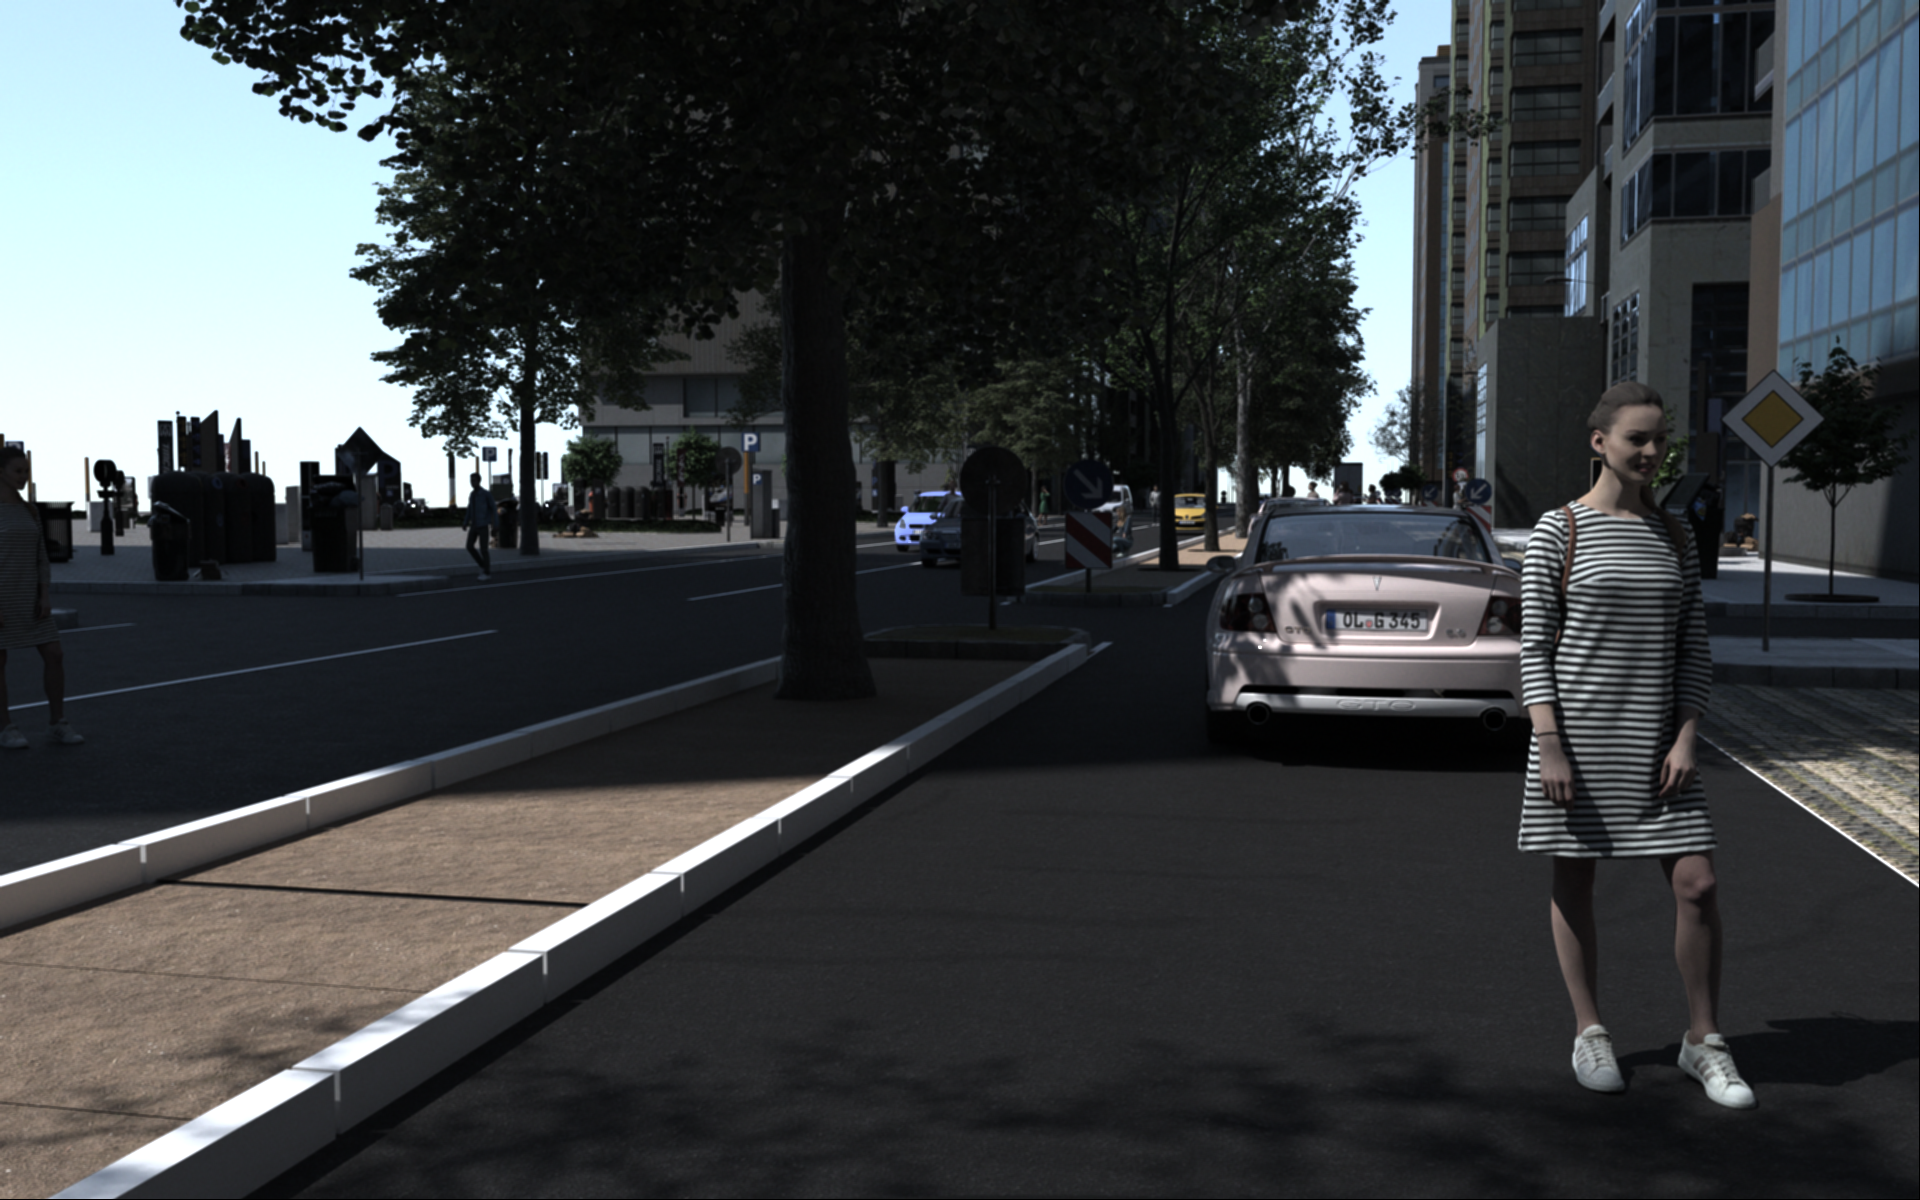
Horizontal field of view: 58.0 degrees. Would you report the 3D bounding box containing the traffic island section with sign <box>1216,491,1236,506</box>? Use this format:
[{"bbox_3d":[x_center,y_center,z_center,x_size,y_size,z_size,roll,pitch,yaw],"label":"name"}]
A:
[{"bbox_3d":[31.038,-11.914,203.427,1.989,1.847,2.006,1,4,13],"label":"traffic island section with sign"}]

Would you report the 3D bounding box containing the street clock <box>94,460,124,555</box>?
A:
[{"bbox_3d":[-18.010,-1.955,36.533,0.471,2.002,0.358,2,4,31],"label":"street clock"}]

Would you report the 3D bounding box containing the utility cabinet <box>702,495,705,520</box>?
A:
[{"bbox_3d":[-12.305,-4.599,86.363,1.020,1.237,0.306,-2,4,-25],"label":"utility cabinet"}]

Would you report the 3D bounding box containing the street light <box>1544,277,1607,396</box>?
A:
[{"bbox_3d":[13.194,-3.949,37.106,1.470,5.913,1.316,1,4,13],"label":"street light"}]

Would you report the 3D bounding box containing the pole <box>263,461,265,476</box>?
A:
[{"bbox_3d":[-42.968,-6.919,106.966,0.158,3.312,0.155,0,3,0],"label":"pole"}]

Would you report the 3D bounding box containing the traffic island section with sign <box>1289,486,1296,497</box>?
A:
[{"bbox_3d":[18.305,-5.398,96.390,2.006,1.907,1.989,1,4,13],"label":"traffic island section with sign"}]

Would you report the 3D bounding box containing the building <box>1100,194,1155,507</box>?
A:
[{"bbox_3d":[10.413,-24.056,165.023,14.160,30.474,14.107,1,4,13],"label":"building"}]

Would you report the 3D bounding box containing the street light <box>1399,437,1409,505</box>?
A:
[{"bbox_3d":[36.717,-10.297,140.897,1.470,5.913,1.316,1,4,13],"label":"street light"}]

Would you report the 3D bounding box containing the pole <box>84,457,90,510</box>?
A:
[{"bbox_3d":[-48.099,-6.216,95.477,0.158,3.312,0.155,0,3,0],"label":"pole"}]

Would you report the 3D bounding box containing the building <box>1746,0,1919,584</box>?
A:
[{"bbox_3d":[20.839,-22.907,24.648,14.200,45.320,14.600,1,4,13],"label":"building"}]

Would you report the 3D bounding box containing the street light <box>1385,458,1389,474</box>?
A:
[{"bbox_3d":[48.419,-13.486,193.032,1.470,5.913,1.316,1,4,13],"label":"street light"}]

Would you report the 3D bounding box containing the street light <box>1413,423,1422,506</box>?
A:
[{"bbox_3d":[30.295,-8.586,112.924,1.470,5.913,1.316,1,4,13],"label":"street light"}]

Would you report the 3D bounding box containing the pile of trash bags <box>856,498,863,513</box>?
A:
[{"bbox_3d":[-6.166,-4.583,84.689,1.912,1.369,3.447,-3,5,-40],"label":"pile of trash bags"}]

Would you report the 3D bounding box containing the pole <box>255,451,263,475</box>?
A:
[{"bbox_3d":[-33.448,-5.420,82.459,0.158,3.312,0.155,0,3,0],"label":"pole"}]

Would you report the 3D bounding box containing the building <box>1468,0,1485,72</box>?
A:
[{"bbox_3d":[41.578,-28.504,116.148,14.600,45.320,14.200,1,4,13],"label":"building"}]

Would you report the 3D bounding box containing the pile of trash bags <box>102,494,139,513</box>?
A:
[{"bbox_3d":[-51.574,-5.931,106.728,3.447,1.369,1.912,3,5,40],"label":"pile of trash bags"}]

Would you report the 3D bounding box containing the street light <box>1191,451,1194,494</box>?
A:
[{"bbox_3d":[24.946,-12.851,182.650,1.470,5.913,1.316,1,4,13],"label":"street light"}]

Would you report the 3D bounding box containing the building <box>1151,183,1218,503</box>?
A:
[{"bbox_3d":[24.365,-42.690,239.981,21.231,58.520,28.212,1,4,13],"label":"building"}]

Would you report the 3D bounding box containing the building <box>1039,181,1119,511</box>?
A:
[{"bbox_3d":[0.414,-32.067,143.904,23.786,49.044,30.456,1,4,13],"label":"building"}]

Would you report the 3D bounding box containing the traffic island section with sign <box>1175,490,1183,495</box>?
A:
[{"bbox_3d":[18.919,-8.623,149.609,1.989,1.847,2.006,1,4,13],"label":"traffic island section with sign"}]

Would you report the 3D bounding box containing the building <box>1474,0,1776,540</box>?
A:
[{"bbox_3d":[29.464,-45.332,53.856,22.319,86.520,31.000,1,4,13],"label":"building"}]

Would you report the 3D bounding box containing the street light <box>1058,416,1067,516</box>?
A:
[{"bbox_3d":[6.387,-7.834,100.627,1.470,5.913,1.316,1,4,13],"label":"street light"}]

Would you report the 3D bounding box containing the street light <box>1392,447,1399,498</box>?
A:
[{"bbox_3d":[43.081,-12.028,169.203,1.470,5.913,1.316,1,4,13],"label":"street light"}]

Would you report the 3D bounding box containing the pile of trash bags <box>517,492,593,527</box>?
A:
[{"bbox_3d":[-15.891,-3.608,68.742,3.447,1.369,1.912,-1,4,-19],"label":"pile of trash bags"}]

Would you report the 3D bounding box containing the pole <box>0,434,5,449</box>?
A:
[{"bbox_3d":[-32.253,-3.948,58.392,0.158,3.312,0.155,0,3,0],"label":"pole"}]

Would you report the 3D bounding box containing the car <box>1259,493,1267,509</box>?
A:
[{"bbox_3d":[20.482,-6.803,120.816,1.945,1.707,3.694,1,4,14],"label":"car"}]

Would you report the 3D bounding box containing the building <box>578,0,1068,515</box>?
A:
[{"bbox_3d":[-7.650,-32.215,115.957,28.713,52.752,27.495,1,4,13],"label":"building"}]

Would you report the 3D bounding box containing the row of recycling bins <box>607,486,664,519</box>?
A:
[{"bbox_3d":[-17.005,-5.131,91.002,3.534,1.692,1.069,1,4,21],"label":"row of recycling bins"}]

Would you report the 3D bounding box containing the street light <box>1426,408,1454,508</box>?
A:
[{"bbox_3d":[26.076,-7.412,93.719,1.470,5.913,1.316,1,4,13],"label":"street light"}]

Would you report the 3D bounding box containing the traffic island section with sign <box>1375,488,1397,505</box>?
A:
[{"bbox_3d":[35.837,-8.367,145.434,1.989,1.847,2.006,1,4,13],"label":"traffic island section with sign"}]

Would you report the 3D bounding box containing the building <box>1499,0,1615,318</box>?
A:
[{"bbox_3d":[33.948,-19.212,85.818,14.160,30.474,14.107,1,4,13],"label":"building"}]

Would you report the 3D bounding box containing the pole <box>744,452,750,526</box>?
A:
[{"bbox_3d":[-8.612,-4.654,69.941,0.158,3.312,0.155,0,3,0],"label":"pole"}]

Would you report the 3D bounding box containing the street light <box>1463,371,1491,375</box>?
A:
[{"bbox_3d":[19.691,-5.680,65.408,1.470,5.913,1.316,1,4,13],"label":"street light"}]

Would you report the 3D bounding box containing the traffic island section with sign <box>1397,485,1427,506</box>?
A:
[{"bbox_3d":[18.939,-3.777,70.384,1.989,1.847,2.006,1,4,13],"label":"traffic island section with sign"}]

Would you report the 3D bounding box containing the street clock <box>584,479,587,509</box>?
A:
[{"bbox_3d":[-17.406,-4.598,79.745,0.358,2.002,0.471,2,4,33],"label":"street clock"}]

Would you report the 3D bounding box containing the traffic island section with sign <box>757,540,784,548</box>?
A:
[{"bbox_3d":[-4.230,-2.334,46.796,1.989,1.847,2.006,1,4,13],"label":"traffic island section with sign"}]

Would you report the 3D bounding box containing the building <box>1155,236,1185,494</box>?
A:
[{"bbox_3d":[17.280,-25.686,191.662,14.160,30.474,14.107,1,4,13],"label":"building"}]

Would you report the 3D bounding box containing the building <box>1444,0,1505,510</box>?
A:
[{"bbox_3d":[43.937,-27.316,130.213,14.154,41.232,14.086,1,4,13],"label":"building"}]

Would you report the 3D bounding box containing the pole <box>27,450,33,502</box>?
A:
[{"bbox_3d":[-43.277,-5.306,80.599,0.158,3.312,0.155,0,3,0],"label":"pole"}]

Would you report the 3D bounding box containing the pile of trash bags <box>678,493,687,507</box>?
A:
[{"bbox_3d":[-18.121,-5.784,104.326,3.447,1.369,1.912,0,4,3],"label":"pile of trash bags"}]

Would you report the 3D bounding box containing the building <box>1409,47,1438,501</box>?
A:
[{"bbox_3d":[71.686,-42.257,232.898,21.231,58.520,28.212,1,4,13],"label":"building"}]

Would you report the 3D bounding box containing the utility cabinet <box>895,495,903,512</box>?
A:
[{"bbox_3d":[-3.539,-4.982,92.620,1.020,1.237,0.306,-2,4,-31],"label":"utility cabinet"}]

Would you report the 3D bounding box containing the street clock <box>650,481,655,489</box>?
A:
[{"bbox_3d":[-16.684,-5.485,94.242,0.358,2.002,0.471,-2,4,-25],"label":"street clock"}]

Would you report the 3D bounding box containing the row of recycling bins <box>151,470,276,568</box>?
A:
[{"bbox_3d":[-13.649,-1.502,31.671,1.069,1.692,3.534,0,4,4],"label":"row of recycling bins"}]

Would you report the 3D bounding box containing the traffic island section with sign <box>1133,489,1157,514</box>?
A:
[{"bbox_3d":[12.921,-6.992,122.948,1.989,1.847,2.006,1,4,13],"label":"traffic island section with sign"}]

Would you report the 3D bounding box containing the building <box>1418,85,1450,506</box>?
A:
[{"bbox_3d":[57.900,-33.014,189.896,14.600,45.320,14.200,1,4,13],"label":"building"}]

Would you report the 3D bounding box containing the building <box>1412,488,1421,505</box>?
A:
[{"bbox_3d":[70.882,-31.488,206.716,32.217,40.220,23.993,1,4,13],"label":"building"}]

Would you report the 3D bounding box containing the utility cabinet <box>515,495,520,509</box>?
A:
[{"bbox_3d":[-21.370,-4.486,84.508,0.306,1.237,1.020,-3,5,-39],"label":"utility cabinet"}]

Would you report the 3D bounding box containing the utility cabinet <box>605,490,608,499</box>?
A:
[{"bbox_3d":[-19.465,-5.471,98.126,1.173,1.500,0.318,-2,4,-25],"label":"utility cabinet"}]

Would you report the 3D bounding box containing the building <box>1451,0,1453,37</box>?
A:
[{"bbox_3d":[53.033,-37.155,149.477,21.231,58.520,28.212,1,4,13],"label":"building"}]

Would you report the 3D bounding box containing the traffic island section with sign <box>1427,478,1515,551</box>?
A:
[{"bbox_3d":[13.023,-2.169,44.084,1.989,1.847,2.006,1,4,13],"label":"traffic island section with sign"}]

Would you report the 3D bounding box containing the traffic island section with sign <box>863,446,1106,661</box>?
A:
[{"bbox_3d":[0.173,-0.472,15.853,2.006,1.907,1.989,1,4,13],"label":"traffic island section with sign"}]

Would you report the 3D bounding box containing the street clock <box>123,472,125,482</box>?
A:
[{"bbox_3d":[-25.586,-2.942,52.674,0.358,2.002,0.471,0,4,-5],"label":"street clock"}]

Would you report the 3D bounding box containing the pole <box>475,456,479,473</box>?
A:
[{"bbox_3d":[-25.901,-6.066,93.016,0.158,3.312,0.155,0,3,0],"label":"pole"}]

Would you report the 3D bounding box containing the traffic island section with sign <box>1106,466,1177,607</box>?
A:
[{"bbox_3d":[1.809,-0.914,23.078,2.006,1.907,1.989,1,4,13],"label":"traffic island section with sign"}]

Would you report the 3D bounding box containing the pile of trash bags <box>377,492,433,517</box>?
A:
[{"bbox_3d":[-23.091,-3.735,70.811,1.912,1.369,3.447,1,4,16],"label":"pile of trash bags"}]

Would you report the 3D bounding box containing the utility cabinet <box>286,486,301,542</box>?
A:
[{"bbox_3d":[-17.747,-2.288,46.095,0.318,1.500,1.173,-1,4,-18],"label":"utility cabinet"}]

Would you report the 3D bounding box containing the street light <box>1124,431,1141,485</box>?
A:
[{"bbox_3d":[12.756,-9.546,128.611,1.470,5.913,1.316,1,4,13],"label":"street light"}]
